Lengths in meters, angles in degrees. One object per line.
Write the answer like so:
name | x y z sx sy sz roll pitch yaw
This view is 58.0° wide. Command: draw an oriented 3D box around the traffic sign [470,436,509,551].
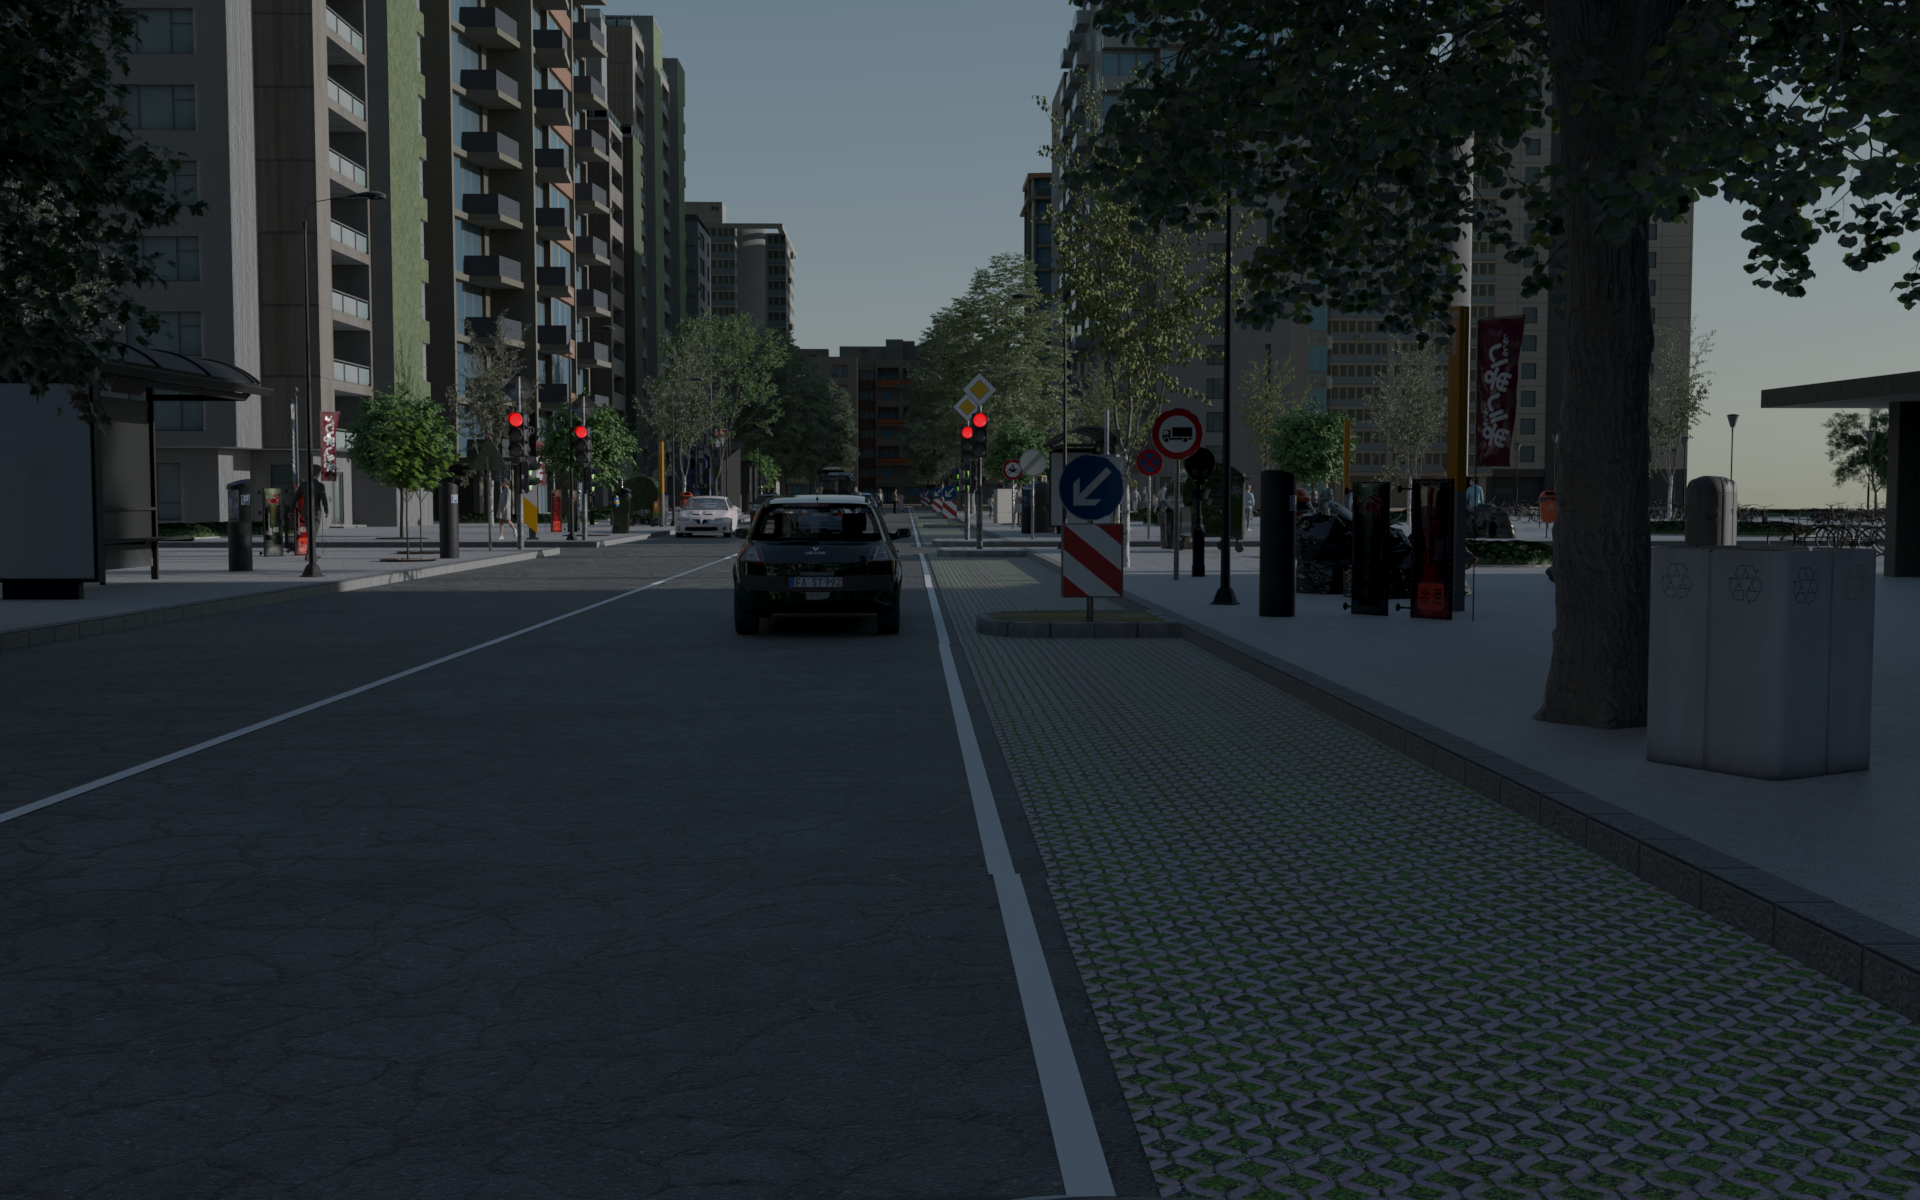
traffic sign | -10.517 -2.367 38.701 0.884 2.594 0.081 0 4 6

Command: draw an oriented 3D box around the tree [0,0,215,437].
tree | -9.977 -5.862 12.849 9.611 12.733 9.660 0 3 0

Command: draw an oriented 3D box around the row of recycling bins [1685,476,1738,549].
row of recycling bins | 17.377 -2.010 39.984 1.069 1.692 3.534 2 4 27

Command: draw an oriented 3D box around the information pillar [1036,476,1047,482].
information pillar | 3.240 -3.942 68.949 0.304 2.012 0.304 3 5 40

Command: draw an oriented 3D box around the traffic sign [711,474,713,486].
traffic sign | -15.929 -6.723 110.030 0.768 2.556 0.104 0 4 7

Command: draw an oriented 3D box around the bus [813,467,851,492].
bus | -11.541 -10.270 159.460 2.896 3.916 12.252 0 4 0

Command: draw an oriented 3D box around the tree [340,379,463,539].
tree | -15.962 -4.021 49.451 4.285 4.588 4.351 0 3 0

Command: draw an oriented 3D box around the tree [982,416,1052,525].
tree | 2.507 -5.441 72.669 4.285 4.588 4.351 0 3 0

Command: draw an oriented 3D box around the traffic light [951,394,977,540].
traffic light | 0.181 -3.625 48.190 0.839 4.253 0.868 0 4 -2

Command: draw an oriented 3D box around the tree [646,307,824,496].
tree | -13.323 -10.351 95.000 9.928 11.665 9.643 0 3 0

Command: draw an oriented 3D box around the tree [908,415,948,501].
tree | -1.418 -15.067 172.108 9.928 11.665 9.643 0 3 0

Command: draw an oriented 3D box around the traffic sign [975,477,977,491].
traffic sign | 1.155 -7.471 122.251 0.768 2.556 0.104 0 4 8

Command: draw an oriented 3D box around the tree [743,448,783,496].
tree | -14.252 -8.477 122.316 4.285 4.588 4.351 0 3 0

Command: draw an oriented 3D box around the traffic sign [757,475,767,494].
traffic sign | -13.431 -7.160 117.179 0.768 2.556 0.104 0 4 6

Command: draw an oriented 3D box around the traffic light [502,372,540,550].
traffic light | -10.122 -3.116 39.861 0.839 4.253 0.868 0 4 -2

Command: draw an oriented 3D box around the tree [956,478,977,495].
tree | 0.285 -7.729 120.978 1.663 3.219 1.824 0 3 0

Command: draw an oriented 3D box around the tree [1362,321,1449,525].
tree | 18.871 -7.479 72.648 4.360 8.622 3.978 0 3 0

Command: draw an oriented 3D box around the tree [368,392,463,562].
tree | -10.437 -2.353 33.078 1.663 3.219 1.824 0 3 0

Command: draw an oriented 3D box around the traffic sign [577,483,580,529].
traffic sign | -13.757 -3.814 62.468 0.768 2.556 0.104 0 4 -1

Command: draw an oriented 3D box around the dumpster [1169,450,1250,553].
dumpster | 5.557 -2.209 38.607 1.502 2.255 1.985 0 4 -2

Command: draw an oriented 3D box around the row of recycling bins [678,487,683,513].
row of recycling bins | -13.821 -4.937 87.826 1.069 1.692 3.534 -1 4 -10

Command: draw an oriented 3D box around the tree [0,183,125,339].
tree | -17.489 -5.027 32.556 4.360 8.622 3.978 0 3 0

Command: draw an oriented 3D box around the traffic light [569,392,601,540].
traffic light | -10.374 -3.604 47.842 0.839 4.253 0.868 0 4 -2

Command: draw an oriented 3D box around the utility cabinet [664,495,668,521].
utility cabinet | -14.214 -4.295 81.389 1.020 1.237 0.306 -3 5 -42

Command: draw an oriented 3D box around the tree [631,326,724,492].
tree | -12.210 -7.685 76.015 4.360 8.622 3.978 0 3 0

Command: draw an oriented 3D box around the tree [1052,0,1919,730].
tree | 3.721 -6.279 9.312 9.857 13.997 8.962 0 3 0

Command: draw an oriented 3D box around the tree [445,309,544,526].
tree | -18.814 -7.282 69.428 4.360 8.622 3.978 0 3 0

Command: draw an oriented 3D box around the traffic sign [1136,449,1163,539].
traffic sign | 5.341 -2.986 48.923 0.768 2.556 0.104 0 4 4

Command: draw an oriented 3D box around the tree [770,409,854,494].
tree | -15.051 -14.635 173.700 8.767 10.594 7.601 -1 4 -13

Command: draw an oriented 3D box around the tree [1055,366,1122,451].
tree | 7.310 -9.097 99.097 4.360 8.622 3.978 0 3 0

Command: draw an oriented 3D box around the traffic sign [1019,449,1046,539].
traffic sign | 2.055 -2.991 49.015 0.768 2.556 0.104 0 4 3

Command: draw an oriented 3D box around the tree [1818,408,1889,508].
tree | 56.176 -8.432 100.764 11.467 7.101 20.602 0 4 1

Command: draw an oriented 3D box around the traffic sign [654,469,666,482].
traffic sign | -14.993 -5.276 86.366 0.768 2.556 0.104 0 4 3

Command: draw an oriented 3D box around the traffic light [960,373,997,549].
traffic light | 0.433 -3.137 40.209 0.839 4.253 0.868 0 4 -2

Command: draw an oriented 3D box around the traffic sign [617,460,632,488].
traffic sign | -12.335 -3.858 63.183 0.768 2.556 0.104 0 4 4

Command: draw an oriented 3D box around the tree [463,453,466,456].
tree | -11.701 -2.615 37.354 1.663 3.219 1.824 0 3 0

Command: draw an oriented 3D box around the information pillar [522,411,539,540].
information pillar | -12.101 -3.499 48.569 0.504 3.616 0.183 -1 4 -16

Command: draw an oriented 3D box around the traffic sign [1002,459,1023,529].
traffic sign | 1.942 -3.880 63.549 0.768 2.556 0.104 0 4 7

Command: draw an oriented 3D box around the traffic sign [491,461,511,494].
traffic sign | -14.336 -3.179 54.102 0.606 2.300 0.079 0 4 0

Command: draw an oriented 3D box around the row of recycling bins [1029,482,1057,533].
row of recycling bins | 2.811 -3.160 58.783 1.069 1.692 3.534 0 4 6

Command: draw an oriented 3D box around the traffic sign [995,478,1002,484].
traffic sign | 2.283 -5.746 94.054 0.768 2.556 0.104 0 4 1

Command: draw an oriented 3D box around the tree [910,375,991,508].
tree | -0.084 -15.018 162.557 9.611 12.733 9.660 0 3 0

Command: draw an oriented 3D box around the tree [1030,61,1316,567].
tree | 3.015 -4.867 29.943 4.737 8.622 4.395 0 3 0

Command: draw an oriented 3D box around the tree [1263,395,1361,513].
tree | 11.691 -4.528 57.743 4.285 4.588 4.351 0 3 0

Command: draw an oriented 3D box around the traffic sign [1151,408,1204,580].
traffic sign | 3.225 -1.569 25.754 0.768 2.556 0.104 0 4 5

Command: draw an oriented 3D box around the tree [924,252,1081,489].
tree | 1.991 -10.026 82.046 7.486 12.596 7.792 0 3 0

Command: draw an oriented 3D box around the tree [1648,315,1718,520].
tree | 29.474 -7.441 72.020 4.360 8.622 3.978 0 3 0

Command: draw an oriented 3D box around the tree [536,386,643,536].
tree | -11.401 -4.236 52.966 4.285 4.588 4.351 0 3 0

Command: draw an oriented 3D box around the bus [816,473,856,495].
bus | -10.251 -9.198 145.241 2.948 3.499 13.247 0 4 -1

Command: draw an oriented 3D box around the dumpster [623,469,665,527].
dumpster | -12.508 -4.020 68.223 1.502 2.255 1.985 0 4 -2
